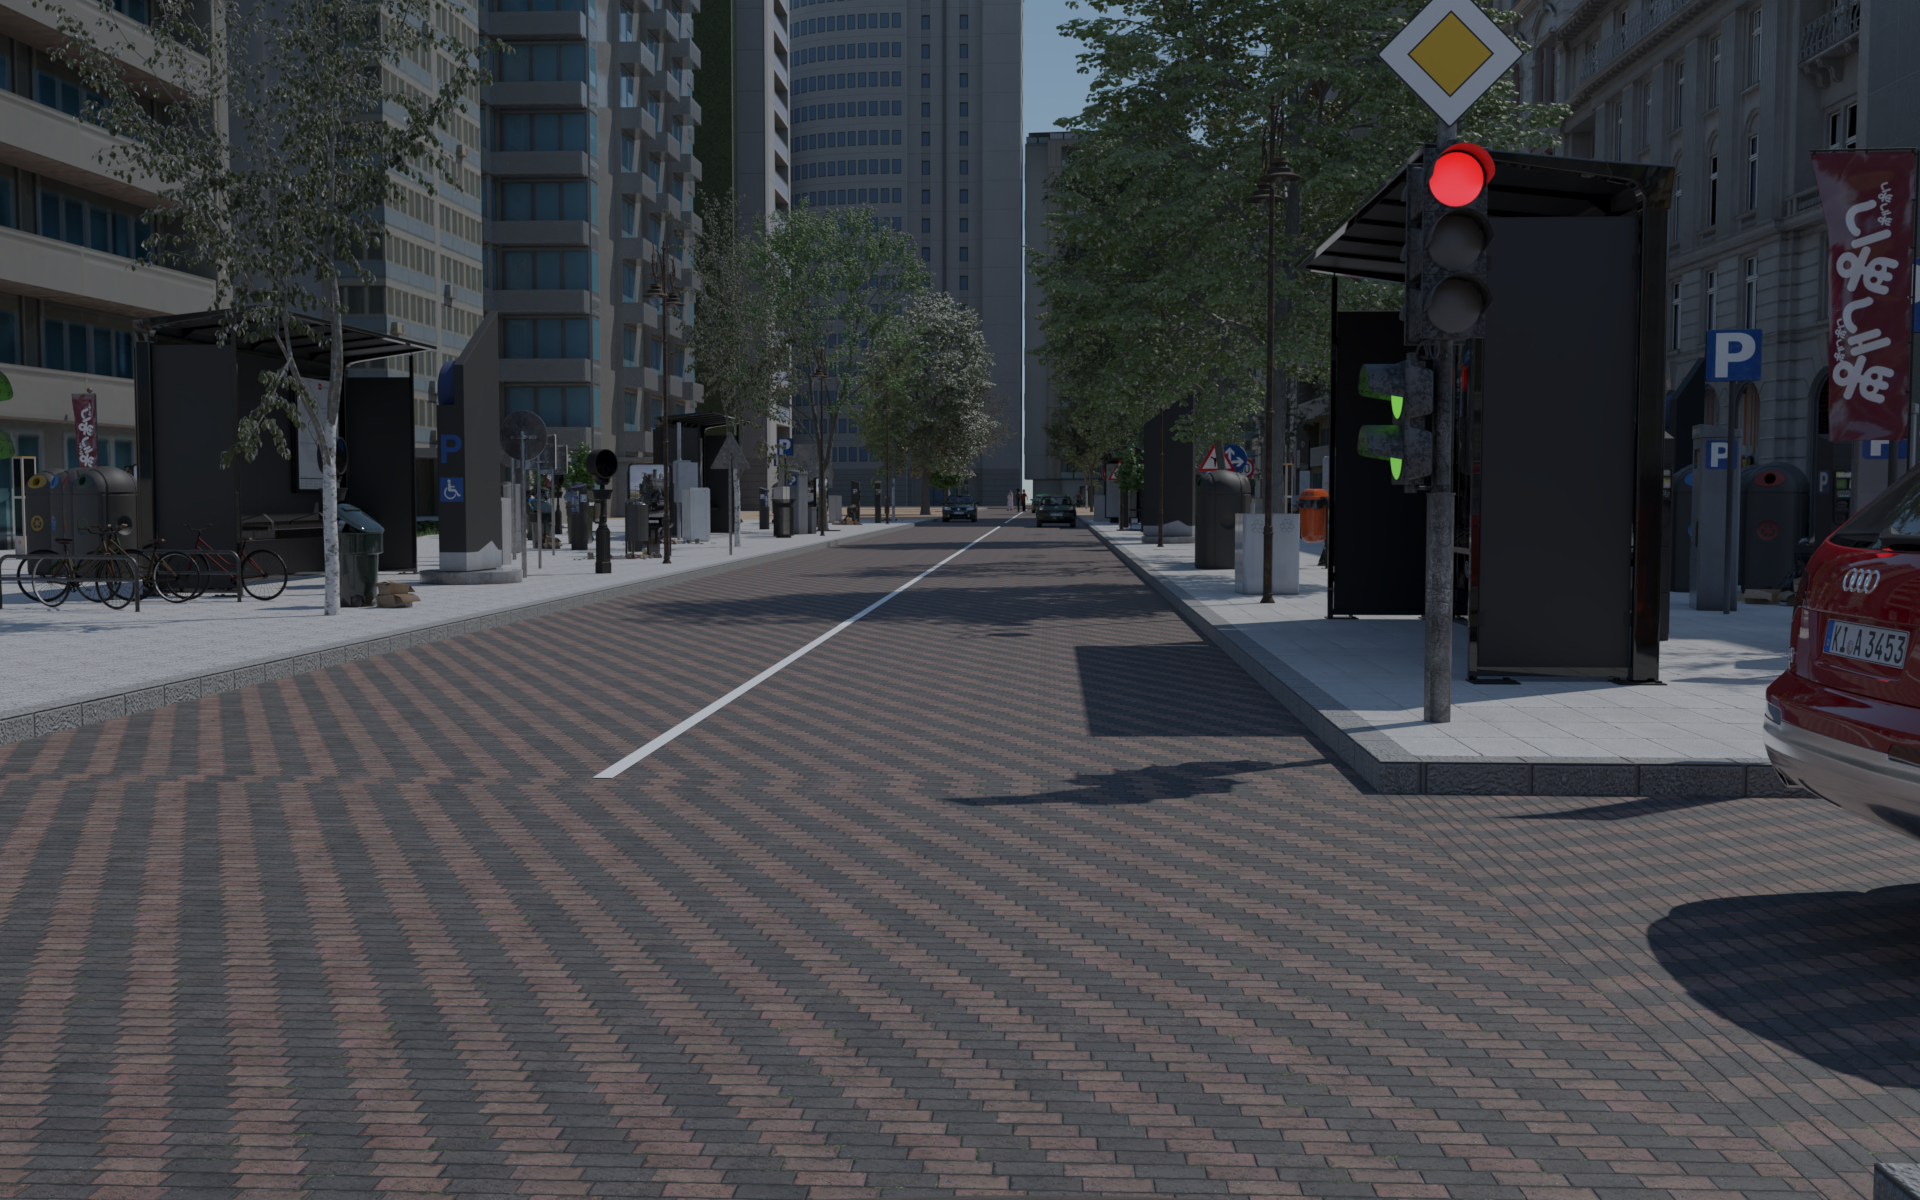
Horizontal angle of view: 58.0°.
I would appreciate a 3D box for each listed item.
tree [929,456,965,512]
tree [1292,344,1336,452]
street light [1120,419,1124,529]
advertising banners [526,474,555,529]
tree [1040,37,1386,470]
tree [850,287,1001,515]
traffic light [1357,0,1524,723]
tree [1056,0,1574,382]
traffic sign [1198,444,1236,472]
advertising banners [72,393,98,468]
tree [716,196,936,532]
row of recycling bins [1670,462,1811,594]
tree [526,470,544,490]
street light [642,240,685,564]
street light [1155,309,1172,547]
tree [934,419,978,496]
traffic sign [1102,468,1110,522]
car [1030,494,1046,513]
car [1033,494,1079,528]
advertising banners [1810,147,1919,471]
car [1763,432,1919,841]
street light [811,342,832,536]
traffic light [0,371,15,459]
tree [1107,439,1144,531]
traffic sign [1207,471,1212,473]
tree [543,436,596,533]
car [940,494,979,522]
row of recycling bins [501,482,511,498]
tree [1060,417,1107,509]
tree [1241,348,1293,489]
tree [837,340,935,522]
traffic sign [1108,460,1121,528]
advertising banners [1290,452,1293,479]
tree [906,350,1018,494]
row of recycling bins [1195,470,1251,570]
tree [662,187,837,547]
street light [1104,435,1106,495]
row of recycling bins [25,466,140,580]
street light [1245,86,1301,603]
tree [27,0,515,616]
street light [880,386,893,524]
[{"bbox_3d":[-1.116,-8.645,125.063,4.285,4.588,4.351,0,3,0],"label":"tree"},{"bbox_3d":[16.971,-7.594,74.529,4.360,8.622,3.978,0,3,0],"label":"tree"},{"bbox_3d":[5.914,-5.528,63.169,0.468,5.910,1.993,0,4,3],"label":"street light"},{"bbox_3d":[-15.557,-4.074,62.805,2.074,3.025,0.090,-1,4,-18],"label":"advertising banners"},{"bbox_3d":[5.151,-6.180,35.462,7.601,10.594,8.767,1,4,14],"label":"tree"},{"bbox_3d":[-2.100,-12.277,107.382,9.857,13.997,8.962,0,3,0],"label":"tree"},{"bbox_3d":[2.673,-1.268,9.658,0.839,4.253,0.868,0,4,3],"label":"traffic light"},{"bbox_3d":[5.123,-6.579,25.688,7.486,12.596,7.792,0,3,0],"label":"tree"},{"bbox_3d":[6.052,-2.499,40.859,0.884,2.594,0.081,0,4,7],"label":"traffic sign"},{"bbox_3d":[-14.495,-2.068,29.997,2.074,3.025,0.090,1,4,16],"label":"advertising banners"},{"bbox_3d":[-4.650,-8.184,59.565,9.928,11.665,9.643,0,3,0],"label":"tree"},{"bbox_3d":[10.065,-0.940,22.487,3.534,1.692,1.069,2,4,29],"label":"row of recycling bins"},{"bbox_3d":[-15.337,-4.288,64.709,1.663,3.219,1.824,0,3,0],"label":"tree"},{"bbox_3d":[-5.406,-3.607,31.762,0.468,5.910,1.993,0,4,3],"label":"street light"},{"bbox_3d":[4.855,-4.220,41.778,0.468,5.910,1.993,0,4,3],"label":"street light"},{"bbox_3d":[-0.662,-11.057,131.138,4.360,8.622,3.978,0,3,0],"label":"tree"},{"bbox_3d":[6.795,-4.776,78.193,0.768,2.556,0.104,0,4,6],"label":"traffic sign"},{"bbox_3d":[6.336,-7.269,130.654,2.131,1.459,4.920,0,4,4],"label":"car"},{"bbox_3d":[4.184,-4.014,75.422,2.009,1.686,4.222,0,4,3],"label":"car"},{"bbox_3d":[5.348,-0.770,8.771,2.074,3.025,0.090,0,4,7],"label":"advertising banners"},{"bbox_3d":[5.372,0.206,5.299,5.304,1.827,2.281,0,4,4],"label":"car"},{"bbox_3d":[-4.218,-4.901,52.918,0.468,5.910,1.993,0,4,3],"label":"street light"},{"bbox_3d":[-6.027,-1.295,10.097,0.839,4.253,0.868,0,4,3],"label":"traffic light"},{"bbox_3d":[5.986,-4.023,60.373,1.663,3.219,1.824,0,3,0],"label":"tree"},{"bbox_3d":[10.228,-4.203,69.900,0.795,2.450,0.064,0,4,4],"label":"traffic sign"},{"bbox_3d":[-12.640,-3.873,57.918,1.663,3.219,1.824,0,3,0],"label":"tree"},{"bbox_3d":[0.002,-4.859,89.238,2.009,1.686,4.222,0,4,2],"label":"car"},{"bbox_3d":[-15.903,-3.125,58.203,3.534,1.692,1.069,3,5,44],"label":"row of recycling bins"},{"bbox_3d":[10.633,-11.998,146.524,4.737,8.622,4.395,0,3,0],"label":"tree"},{"bbox_3d":[14.895,-8.029,81.637,4.360,8.622,3.978,0,3,0],"label":"tree"},{"bbox_3d":[-3.314,-7.931,80.036,4.737,8.622,4.395,0,3,0],"label":"tree"},{"bbox_3d":[6.058,-4.016,65.663,0.884,2.594,0.081,1,4,10],"label":"traffic sign"},{"bbox_3d":[13.692,-4.663,72.432,0.090,3.025,2.074,0,4,-1],"label":"advertising banners"},{"bbox_3d":[0.026,-14.474,147.022,12.009,13.543,11.850,0,3,0],"label":"tree"},{"bbox_3d":[4.722,-1.466,31.082,1.069,1.692,3.534,1,4,9],"label":"row of recycling bins"},{"bbox_3d":[-5.313,-5.590,41.763,4.360,8.622,3.978,0,3,0],"label":"tree"},{"bbox_3d":[7.052,-6.822,84.327,0.468,5.910,1.993,0,4,3],"label":"street light"},{"bbox_3d":[-13.516,-1.200,26.732,1.069,1.692,3.534,-3,5,-41],"label":"row of recycling bins"},{"bbox_3d":[3.621,-2.901,20.218,0.468,5.910,1.993,0,4,3],"label":"street light"},{"bbox_3d":[-6.885,-4.140,18.053,4.360,8.622,3.978,0,3,0],"label":"tree"},{"bbox_3d":[-3.108,-6.195,74.077,0.468,5.910,1.993,0,4,3],"label":"street light"}]
